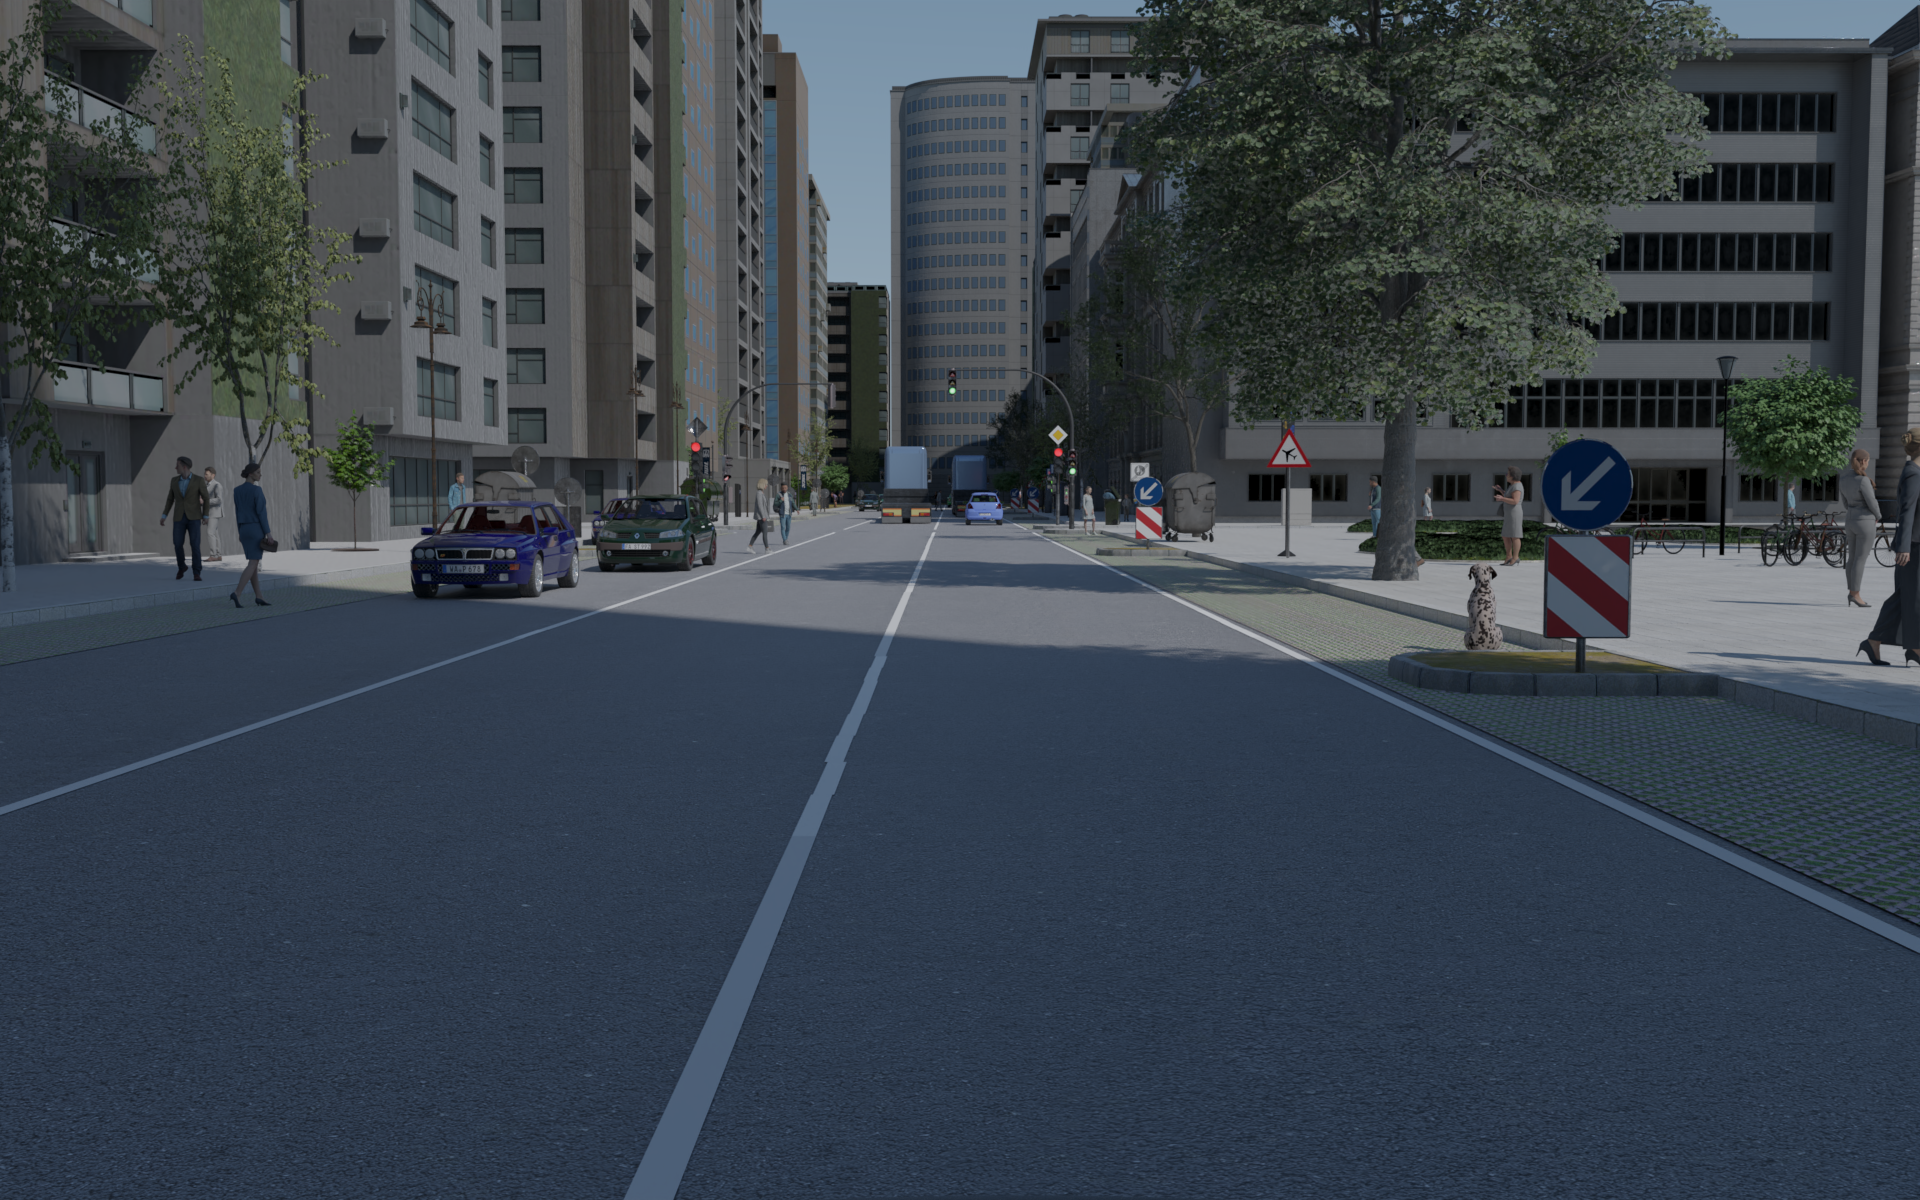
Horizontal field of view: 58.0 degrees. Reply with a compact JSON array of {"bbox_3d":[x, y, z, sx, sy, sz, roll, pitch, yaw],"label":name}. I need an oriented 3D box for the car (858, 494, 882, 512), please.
[{"bbox_3d":[-7.356,-8.098,142.184,2.009,1.686,4.222,0,4,2],"label":"car"}]

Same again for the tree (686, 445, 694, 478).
[{"bbox_3d":[-15.080,-6.495,89.906,4.285,4.588,4.351,0,3,0],"label":"tree"}]

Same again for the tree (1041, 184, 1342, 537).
[{"bbox_3d":[7.082,-7.158,51.446,8.767,10.594,7.601,0,4,6],"label":"tree"}]

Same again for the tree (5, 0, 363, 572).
[{"bbox_3d":[-11.601,-4.750,28.019,4.737,8.622,4.395,0,3,0],"label":"tree"}]

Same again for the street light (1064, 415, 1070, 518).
[{"bbox_3d":[5.946,-7.437,94.382,0.468,5.910,1.993,0,4,0],"label":"street light"}]

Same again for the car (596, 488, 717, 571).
[{"bbox_3d":[-5.816,-1.447,33.452,2.009,1.686,4.222,0,4,2],"label":"car"}]

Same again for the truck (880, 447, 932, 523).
[{"bbox_3d":[-2.879,-6.276,92.367,2.967,4.110,18.799,0,4,-2],"label":"truck"}]

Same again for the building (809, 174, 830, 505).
[{"bbox_3d":[-27.523,-31.247,202.772,23.993,40.220,32.217,0,4,0],"label":"building"}]

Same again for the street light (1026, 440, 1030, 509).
[{"bbox_3d":[5.666,-10.531,144.961,0.468,5.910,1.993,0,4,0],"label":"street light"}]

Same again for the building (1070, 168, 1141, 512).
[{"bbox_3d":[15.326,-19.442,135.903,12.078,24.808,19.932,0,4,0],"label":"building"}]

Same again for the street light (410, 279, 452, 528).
[{"bbox_3d":[-11.403,-3.956,37.470,0.468,5.910,1.993,0,4,0],"label":"street light"}]

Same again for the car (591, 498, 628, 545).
[{"bbox_3d":[-9.374,-2.251,49.388,1.945,1.354,3.894,0,4,0],"label":"car"}]

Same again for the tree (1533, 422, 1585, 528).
[{"bbox_3d":[16.129,-3.165,46.355,1.663,3.219,1.824,0,3,0],"label":"tree"}]

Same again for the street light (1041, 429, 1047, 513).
[{"bbox_3d":[5.746,-8.993,119.819,0.468,5.910,1.993,0,4,0],"label":"street light"}]

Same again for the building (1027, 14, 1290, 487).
[{"bbox_3d":[22.250,-36.765,190.346,28.713,52.752,27.495,0,4,0],"label":"building"}]

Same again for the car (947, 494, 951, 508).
[{"bbox_3d":[-0.394,-10.595,182.018,1.959,1.807,4.718,0,4,1],"label":"car"}]

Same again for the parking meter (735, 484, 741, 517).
[{"bbox_3d":[-12.349,-5.545,96.364,0.255,1.863,0.399,1,4,14],"label":"parking meter"}]

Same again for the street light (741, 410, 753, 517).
[{"bbox_3d":[-11.759,-7.514,95.635,0.468,5.910,1.993,0,4,0],"label":"street light"}]

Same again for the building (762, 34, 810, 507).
[{"bbox_3d":[-22.573,-32.000,173.316,14.600,45.320,14.200,0,4,0],"label":"building"}]

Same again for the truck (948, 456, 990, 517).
[{"bbox_3d":[0.790,-7.667,115.109,2.967,4.110,18.799,0,4,-1],"label":"truck"}]

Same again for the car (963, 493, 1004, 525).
[{"bbox_3d":[1.100,-4.332,80.412,1.945,1.707,3.694,0,4,-1],"label":"car"}]

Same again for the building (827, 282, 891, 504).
[{"bbox_3d":[-16.700,-28.592,239.185,14.107,30.474,14.160,0,4,0],"label":"building"}]

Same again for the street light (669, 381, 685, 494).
[{"bbox_3d":[-11.596,-6.012,71.091,0.468,5.910,1.993,0,4,0],"label":"street light"}]

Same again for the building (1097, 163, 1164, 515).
[{"bbox_3d":[15.990,-17.688,108.278,14.460,24.649,34.723,0,4,0],"label":"building"}]

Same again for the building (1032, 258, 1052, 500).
[{"bbox_3d":[15.735,-26.941,212.180,14.160,30.474,14.107,0,4,0],"label":"building"}]

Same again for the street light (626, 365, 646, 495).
[{"bbox_3d":[-11.582,-5.457,62.014,0.468,5.910,1.993,0,4,0],"label":"street light"}]

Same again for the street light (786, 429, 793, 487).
[{"bbox_3d":[-11.912,-9.050,120.760,0.468,5.910,1.993,0,4,0],"label":"street light"}]

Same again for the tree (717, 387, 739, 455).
[{"bbox_3d":[-16.727,-10.035,114.432,4.737,8.622,4.395,0,3,0],"label":"tree"}]

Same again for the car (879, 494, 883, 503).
[{"bbox_3d":[-7.322,-9.631,169.270,2.131,1.459,4.920,0,4,-1],"label":"car"}]

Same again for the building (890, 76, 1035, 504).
[{"bbox_3d":[4.512,-42.796,241.714,28.212,58.520,21.231,0,4,0],"label":"building"}]

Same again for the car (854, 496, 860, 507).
[{"bbox_3d":[-10.129,-10.572,182.635,2.009,1.686,4.222,0,4,0],"label":"car"}]

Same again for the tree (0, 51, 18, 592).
[{"bbox_3d":[-12.279,-4.418,22.604,4.737,8.622,4.395,0,3,0],"label":"tree"}]

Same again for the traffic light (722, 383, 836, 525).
[{"bbox_3d":[-7.477,-5.886,70.905,4.771,5.953,1.251,0,4,0],"label":"traffic light"}]

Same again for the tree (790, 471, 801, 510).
[{"bbox_3d":[-13.492,-8.969,141.242,1.663,3.219,1.824,0,3,0],"label":"tree"}]

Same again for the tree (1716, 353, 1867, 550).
[{"bbox_3d":[19.402,-3.469,40.433,4.285,4.588,4.351,0,3,0],"label":"tree"}]

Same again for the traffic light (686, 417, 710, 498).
[{"bbox_3d":[-9.524,-4.523,62.874,0.839,4.253,0.868,0,4,0],"label":"traffic light"}]

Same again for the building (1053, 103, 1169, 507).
[{"bbox_3d":[25.216,-28.940,165.049,32.217,40.220,23.993,0,4,0],"label":"building"}]

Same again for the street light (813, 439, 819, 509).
[{"bbox_3d":[-12.023,-10.552,145.305,0.468,5.910,1.993,0,4,0],"label":"street light"}]

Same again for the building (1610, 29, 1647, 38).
[{"bbox_3d":[62.717,-37.618,204.292,27.495,52.752,28.713,0,4,0],"label":"building"}]

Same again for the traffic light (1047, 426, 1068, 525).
[{"bbox_3d":[3.992,-5.017,70.950,0.839,4.253,0.868,0,4,0],"label":"traffic light"}]

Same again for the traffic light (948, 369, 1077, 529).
[{"bbox_3d":[1.945,-5.391,62.812,4.771,5.953,1.251,0,4,0],"label":"traffic light"}]

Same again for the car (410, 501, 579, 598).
[{"bbox_3d":[-6.711,-0.772,25.195,1.945,1.354,3.894,0,4,-1],"label":"car"}]
